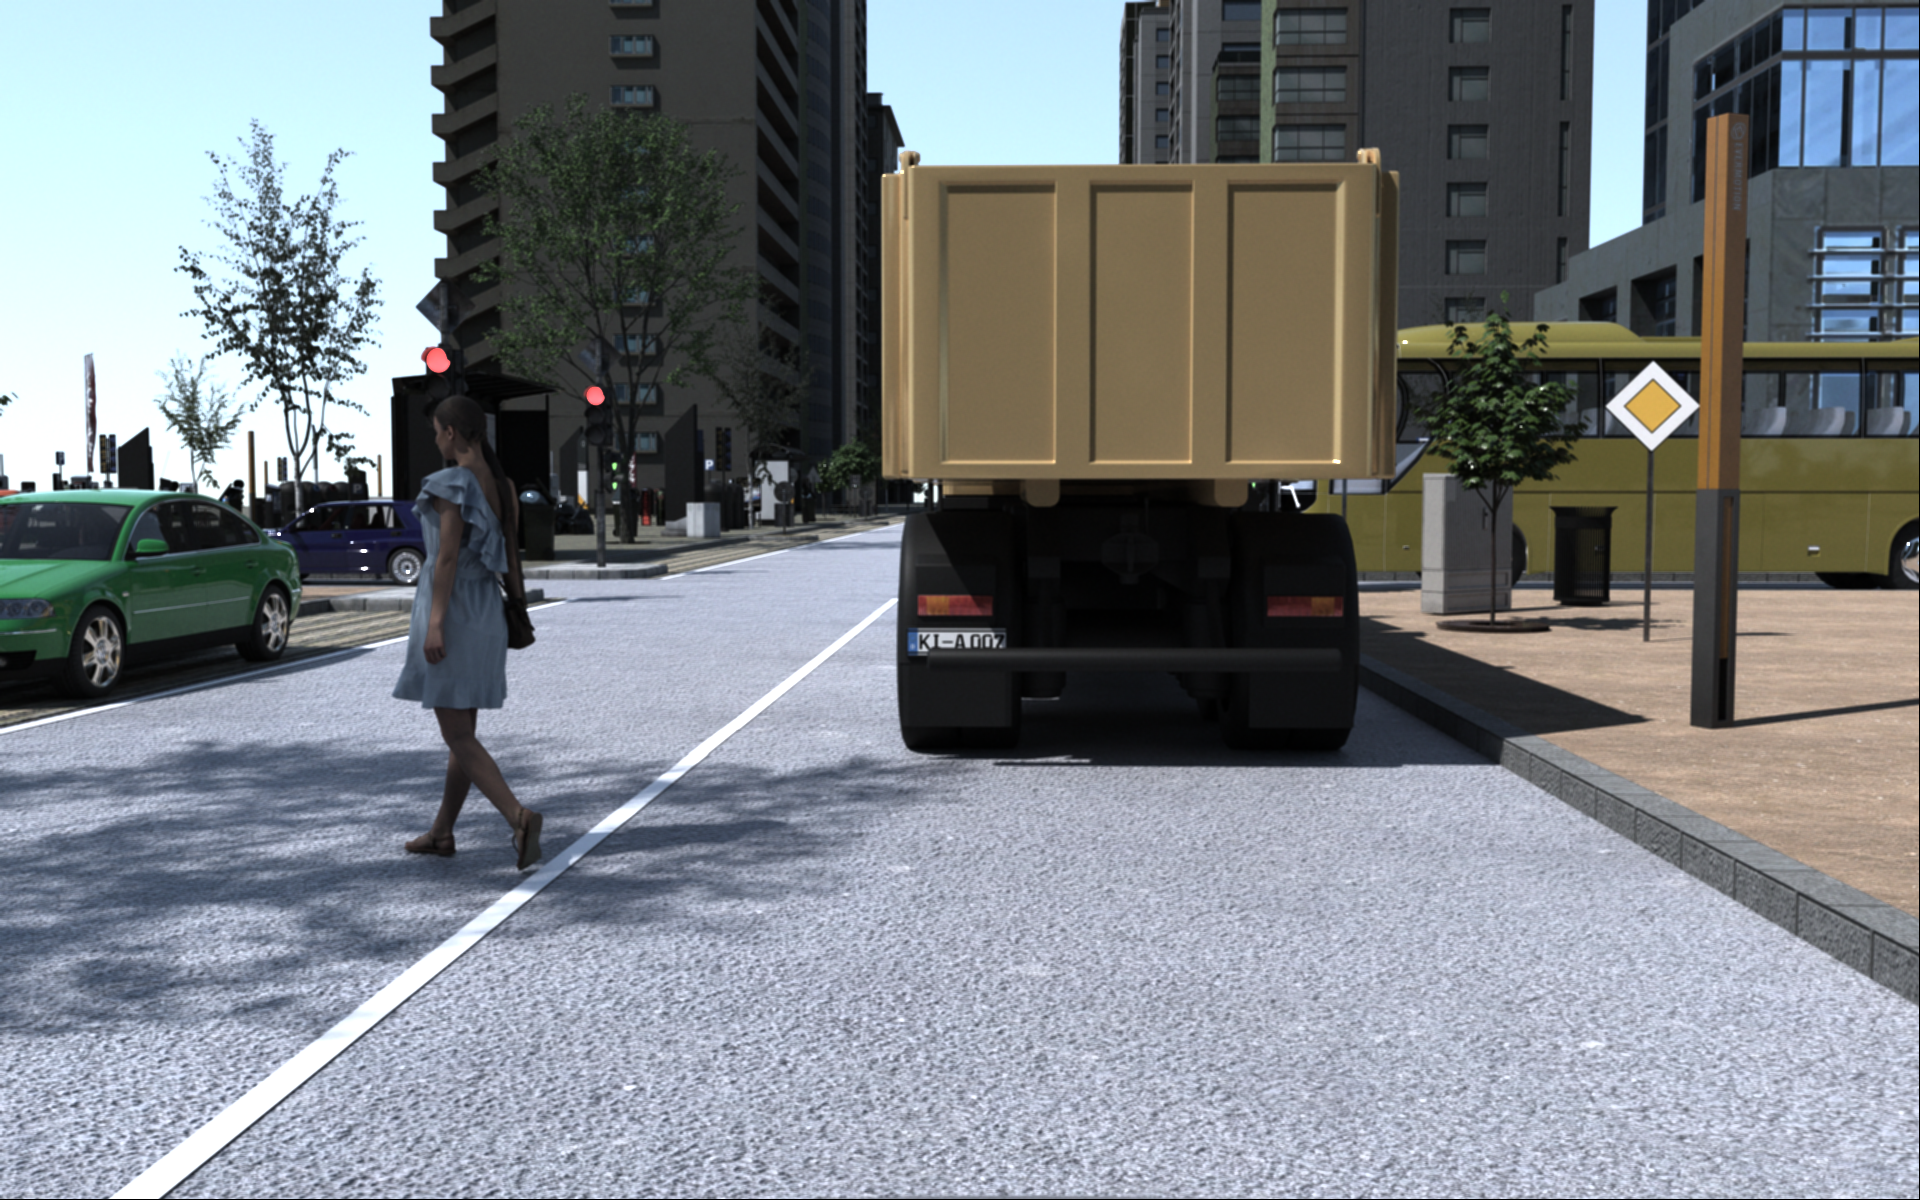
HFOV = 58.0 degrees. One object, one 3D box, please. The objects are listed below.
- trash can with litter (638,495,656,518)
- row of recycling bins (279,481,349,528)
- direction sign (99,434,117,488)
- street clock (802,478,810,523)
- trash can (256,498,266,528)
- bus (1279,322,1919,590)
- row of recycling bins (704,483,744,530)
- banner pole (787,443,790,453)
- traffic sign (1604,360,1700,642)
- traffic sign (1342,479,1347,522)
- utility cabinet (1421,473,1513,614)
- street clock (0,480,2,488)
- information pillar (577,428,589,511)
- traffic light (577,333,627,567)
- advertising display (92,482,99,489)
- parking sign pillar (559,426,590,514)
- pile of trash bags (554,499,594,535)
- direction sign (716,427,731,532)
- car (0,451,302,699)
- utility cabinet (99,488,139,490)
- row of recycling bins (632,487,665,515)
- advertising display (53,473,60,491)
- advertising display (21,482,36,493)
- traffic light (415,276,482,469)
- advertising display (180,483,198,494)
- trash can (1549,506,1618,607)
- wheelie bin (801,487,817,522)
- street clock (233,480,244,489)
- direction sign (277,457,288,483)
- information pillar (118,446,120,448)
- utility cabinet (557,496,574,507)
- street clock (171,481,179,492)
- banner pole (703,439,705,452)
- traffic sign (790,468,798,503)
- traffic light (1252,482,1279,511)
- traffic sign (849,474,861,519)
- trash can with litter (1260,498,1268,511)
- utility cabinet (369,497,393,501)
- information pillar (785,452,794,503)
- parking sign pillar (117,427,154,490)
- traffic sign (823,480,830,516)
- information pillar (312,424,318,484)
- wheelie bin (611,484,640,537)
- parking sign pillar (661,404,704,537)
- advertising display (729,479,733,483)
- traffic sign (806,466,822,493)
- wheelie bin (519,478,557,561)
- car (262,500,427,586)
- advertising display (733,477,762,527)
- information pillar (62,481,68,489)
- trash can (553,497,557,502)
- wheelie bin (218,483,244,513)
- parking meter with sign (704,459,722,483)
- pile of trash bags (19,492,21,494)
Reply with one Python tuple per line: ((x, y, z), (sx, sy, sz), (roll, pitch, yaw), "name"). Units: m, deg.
((-16.615, -5.264, 97.118), (2.233, 1.210, 1.678), (2, 4, 30), "trash can with litter")
((-20.702, -2.972, 55.697), (1.069, 1.692, 3.534), (1, 4, 13), "row of recycling bins")
((-32.277, -4.506, 65.674), (0.876, 3.537, 0.379), (2, 4, 26), "direction sign")
((-6.801, -4.388, 76.309), (0.358, 2.002, 0.471), (1, 4, 9), "street clock")
((-26.319, -3.295, 65.522), (0.748, 1.137, 0.748), (0, 3, 0), "trash can")
((10.652, -2.062, 25.262), (12.252, 3.916, 2.896), (0, 4, 1), "bus")
((-8.646, -3.444, 63.428), (1.069, 1.692, 3.534), (1, 4, 8), "row of recycling bins")
((-8.418, -5.802, 84.884), (0.401, 3.779, 0.863), (-1, 4, -13), "banner pole")
((5.959, -0.843, 14.972), (0.795, 2.450, 0.064), (1, 4, 10), "traffic sign")
((5.038, -1.258, 22.706), (0.606, 2.300, 0.079), (1, 4, 12), "traffic sign")
((5.476, -0.610, 18.646), (1.173, 1.500, 0.318), (-3, 4, -37), "utility cabinet")
((-45.941, -4.773, 82.603), (0.471, 2.002, 0.358), (0, 4, 4), "street clock")
((-13.419, -4.303, 61.713), (0.504, 3.616, 0.183), (3, 4, 38), "information pillar")
((-6.278, -2.531, 30.299), (0.839, 4.253, 0.868), (0, 4, 2), "traffic light")
((-45.991, -5.311, 92.042), (0.123, 1.923, 0.974), (0, 4, -6), "advertising display")
((-15.410, -4.938, 69.212), (1.447, 3.967, 1.447), (3, 4, 37), "parking sign pillar")
((-13.350, -2.732, 54.417), (3.447, 1.369, 1.912), (-2, 4, -32), "pile of trash bags")
((-8.043, -4.095, 58.954), (0.379, 3.537, 0.876), (2, 4, 26), "direction sign")
((-6.800, -0.287, 13.486), (1.959, 1.807, 4.718), (0, 4, 2), "car")
((-28.639, -3.081, 59.045), (1.173, 1.500, 0.318), (-1, 4, -14), "utility cabinet")
((-18.647, -6.006, 105.305), (3.534, 1.692, 1.069), (1, 4, 19), "row of recycling bins")
((-27.910, -2.956, 53.541), (0.123, 1.923, 0.974), (-1, 4, -23), "advertising display")
((-48.547, -5.203, 90.286), (0.123, 1.923, 0.974), (0, 4, 7), "advertising display")
((-6.599, -2.043, 22.321), (0.839, 4.253, 0.868), (0, 4, 2), "traffic light")
((-45.363, -5.914, 101.901), (0.974, 1.923, 0.123), (-1, 4, -13), "advertising display")
((7.141, -0.503, 19.873), (0.748, 1.137, 0.748), (0, 3, 0), "trash can")
((-6.943, -4.370, 79.357), (0.693, 1.594, 0.980), (-1, 4, -15), "wheelie bin")
((-36.193, -5.039, 86.952), (0.471, 2.002, 0.358), (1, 4, 11), "street clock")
((-41.459, -6.974, 106.028), (0.876, 3.537, 0.379), (2, 4, 31), "direction sign")
((-40.519, -5.664, 83.958), (0.504, 3.616, 0.183), (0, 4, -3), "information pillar")
((-13.078, -2.833, 57.483), (0.306, 1.237, 1.020), (-2, 4, -30), "utility cabinet")
((-44.564, -5.732, 98.285), (0.358, 2.002, 0.471), (2, 4, 25), "street clock")
((-11.895, -5.441, 78.972), (0.863, 3.779, 0.401), (1, 4, 22), "banner pole")
((-8.204, -5.110, 83.647), (0.768, 2.556, 0.104), (0, 4, 8), "traffic sign")
((3.954, -2.018, 21.913), (0.839, 4.253, 0.868), (0, 4, 2), "traffic light")
((-5.486, -5.405, 90.494), (0.606, 2.300, 0.079), (1, 4, 9), "traffic sign")
((5.942, -1.298, 32.277), (1.678, 1.210, 2.233), (2, 4, 27), "trash can with litter")
((-14.776, -2.045, 44.594), (1.020, 1.237, 0.306), (2, 4, 34), "utility cabinet")
((-9.476, -6.408, 96.126), (0.504, 3.616, 0.183), (0, 4, 7), "information pillar")
((-33.234, -4.978, 69.856), (1.447, 3.967, 1.447), (0, 4, 5), "parking sign pillar")
((-7.925, -6.132, 100.372), (0.768, 2.556, 0.104), (1, 4, 8), "traffic sign")
((-21.587, -4.076, 57.995), (0.183, 3.616, 0.504), (-2, 4, -31), "information pillar")
((-10.032, -2.697, 52.007), (0.693, 1.594, 0.980), (-3, 5, -39), "wheelie bin")
((-8.342, -3.912, 52.426), (1.447, 3.967, 1.447), (3, 4, 38), "parking sign pillar")
((-9.577, -4.126, 72.676), (0.123, 1.923, 0.974), (-1, 4, -14), "advertising display")
((-6.800, -4.902, 80.147), (0.884, 2.594, 0.081), (1, 4, 11), "traffic sign")
((-8.120, -1.557, 33.365), (0.693, 1.594, 0.980), (-1, 4, -13), "wheelie bin")
((-9.833, -0.926, 27.727), (3.894, 1.354, 1.945), (0, 4, 3), "car")
((-8.201, -3.795, 67.264), (0.974, 1.923, 0.123), (0, 4, 2), "advertising display")
((-48.636, -5.477, 94.048), (0.304, 2.012, 0.304), (1, 4, 23), "information pillar")
((-17.514, -3.866, 74.860), (0.748, 1.137, 0.748), (0, 3, 0), "trash can")
((-20.593, -2.511, 48.957), (0.693, 1.594, 0.980), (-2, 4, -23), "wheelie bin")
((-12.375, -5.598, 87.784), (0.543, 3.016, 1.738), (1, 4, 13), "parking meter with sign")
((-18.717, -1.660, 36.895), (3.447, 1.369, 1.912), (-1, 4, -13), "pile of trash bags")
